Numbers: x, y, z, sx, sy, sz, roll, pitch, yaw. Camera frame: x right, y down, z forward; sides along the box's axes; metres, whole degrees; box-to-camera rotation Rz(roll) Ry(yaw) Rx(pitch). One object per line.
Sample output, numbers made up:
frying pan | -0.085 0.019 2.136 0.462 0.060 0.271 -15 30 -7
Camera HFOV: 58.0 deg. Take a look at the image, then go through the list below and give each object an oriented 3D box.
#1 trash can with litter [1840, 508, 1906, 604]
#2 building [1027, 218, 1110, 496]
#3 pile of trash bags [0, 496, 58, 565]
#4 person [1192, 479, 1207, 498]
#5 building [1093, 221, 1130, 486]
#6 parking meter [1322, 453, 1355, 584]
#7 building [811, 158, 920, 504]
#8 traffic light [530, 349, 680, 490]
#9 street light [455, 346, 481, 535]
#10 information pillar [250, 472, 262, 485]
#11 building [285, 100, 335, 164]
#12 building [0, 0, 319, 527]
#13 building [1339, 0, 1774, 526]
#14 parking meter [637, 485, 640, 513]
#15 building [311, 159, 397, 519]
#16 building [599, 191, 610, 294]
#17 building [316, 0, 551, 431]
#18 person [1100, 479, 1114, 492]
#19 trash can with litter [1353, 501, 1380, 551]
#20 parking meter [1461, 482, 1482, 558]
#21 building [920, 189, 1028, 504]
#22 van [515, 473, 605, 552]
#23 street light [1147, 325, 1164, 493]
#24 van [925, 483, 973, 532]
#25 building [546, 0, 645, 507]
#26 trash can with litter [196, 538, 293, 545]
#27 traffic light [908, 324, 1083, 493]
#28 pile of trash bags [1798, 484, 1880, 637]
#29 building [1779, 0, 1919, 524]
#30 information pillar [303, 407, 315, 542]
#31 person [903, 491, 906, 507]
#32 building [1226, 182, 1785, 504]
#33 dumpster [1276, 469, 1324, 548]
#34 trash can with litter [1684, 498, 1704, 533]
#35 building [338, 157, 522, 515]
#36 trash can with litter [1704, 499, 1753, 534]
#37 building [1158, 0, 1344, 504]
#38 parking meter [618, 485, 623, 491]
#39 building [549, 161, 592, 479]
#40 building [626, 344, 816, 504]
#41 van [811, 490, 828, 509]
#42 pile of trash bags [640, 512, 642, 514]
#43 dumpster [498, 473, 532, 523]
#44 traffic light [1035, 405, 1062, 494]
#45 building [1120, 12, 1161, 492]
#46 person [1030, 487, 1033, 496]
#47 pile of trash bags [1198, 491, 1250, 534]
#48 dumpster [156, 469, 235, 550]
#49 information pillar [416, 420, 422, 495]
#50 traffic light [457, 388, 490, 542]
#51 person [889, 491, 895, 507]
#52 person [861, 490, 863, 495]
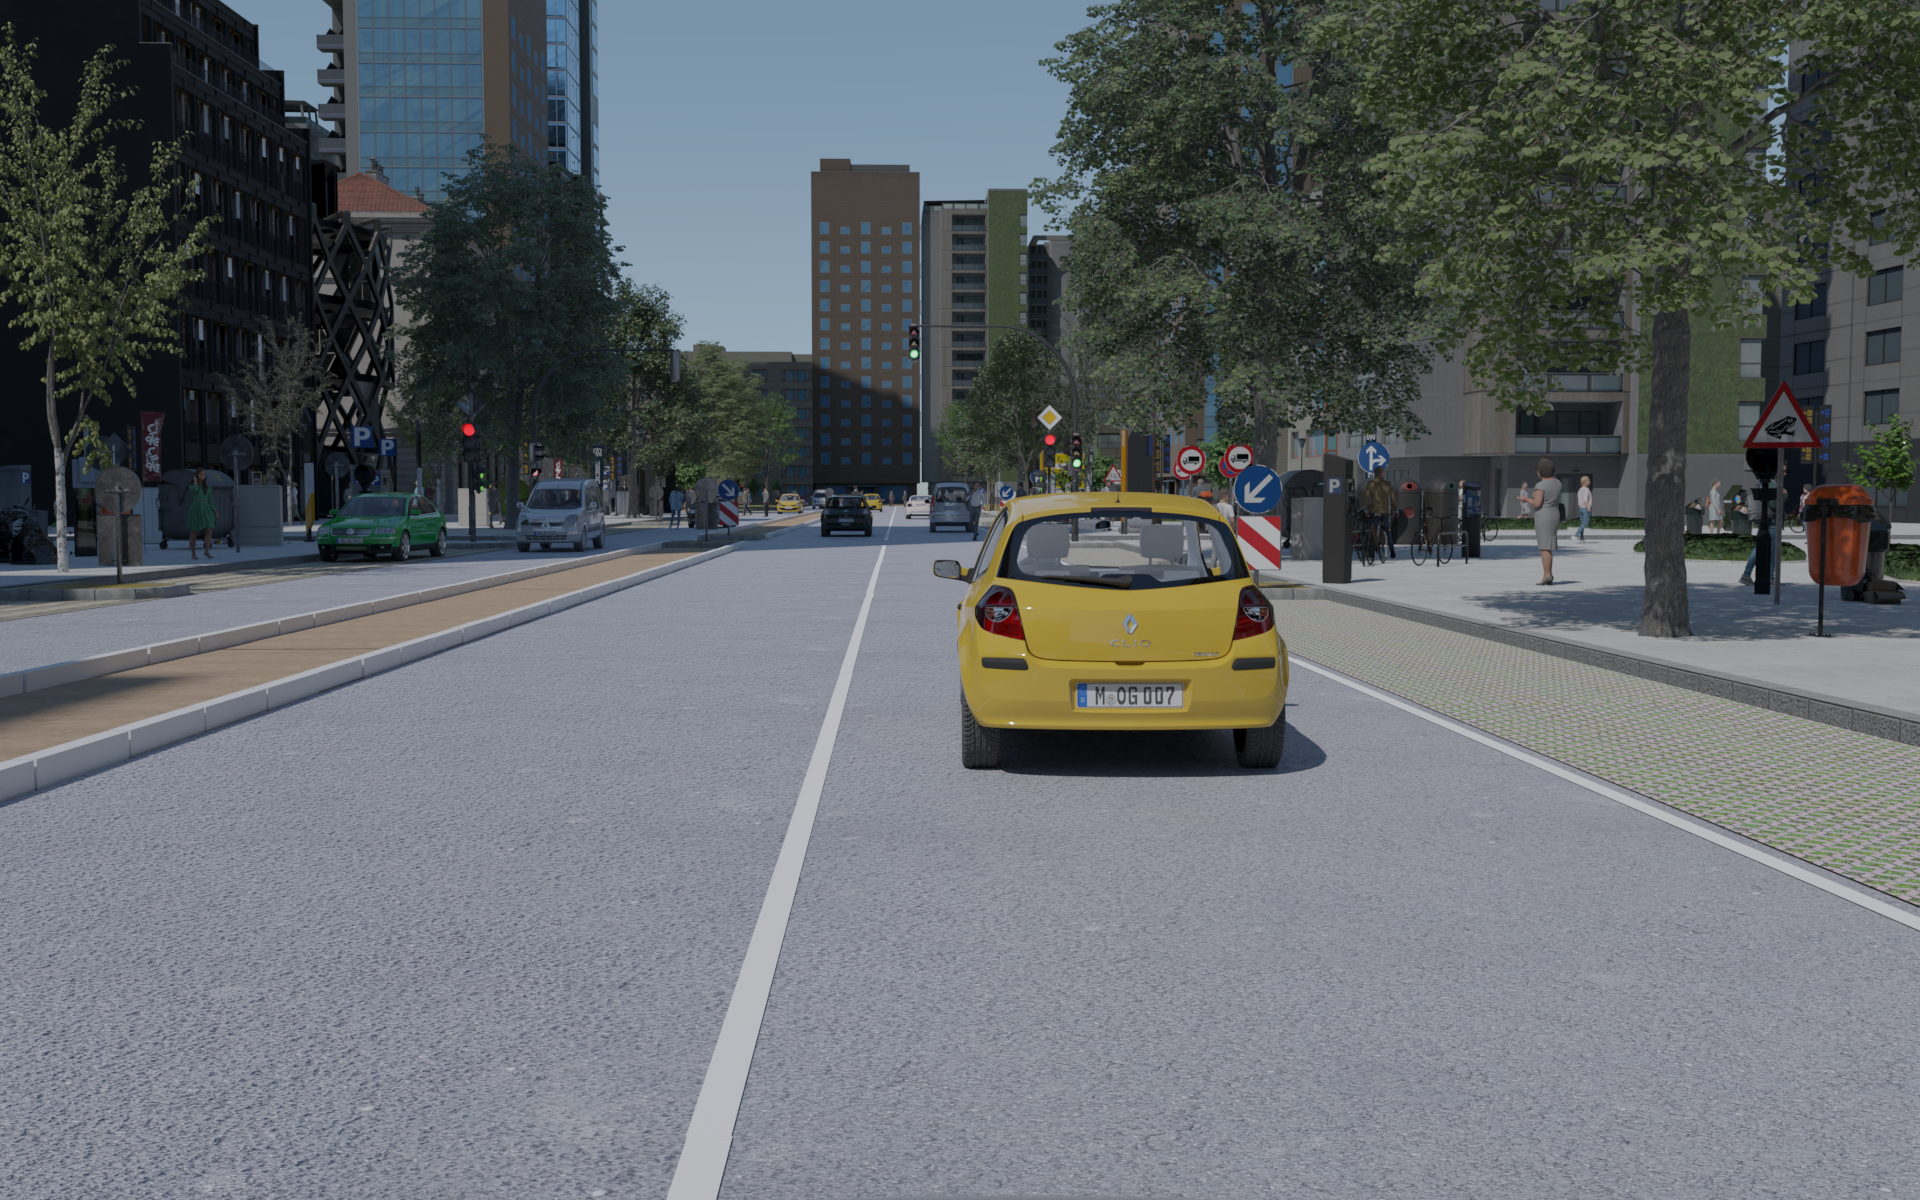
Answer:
trash can with litter | 10.875 -0.560 20.539 0.624 1.170 1.055 0 3 0
building | 20.873 -33.754 243.750 23.993 40.220 32.217 0 4 -2
pile of trash bags | -17.161 -1.362 32.027 3.447 1.369 1.912 -2 4 -28
person | 8.367 -3.321 60.513 0.661 1.801 0.590 1 4 9
building | 20.999 -25.257 184.656 14.160 30.474 14.107 0 4 -2
parking meter | 5.426 -1.169 24.820 0.399 1.863 0.255 3 4 38
building | -12.586 -35.725 234.216 14.200 45.320 14.600 0 4 -2
traffic light | -11.163 -4.865 54.203 4.771 5.953 1.251 0 4 -2
street light | -15.377 -4.983 54.265 0.468 5.910 1.993 0 4 -2
information pillar | -23.094 -3.204 56.878 0.304 2.012 0.304 -2 4 -32
building | -72.862 -30.485 182.020 14.086 41.232 14.154 0 4 -2
building | -36.692 -14.972 74.474 12.332 23.373 15.834 0 4 -2
building | 25.310 -23.973 75.546 14.086 41.232 14.154 0 4 -2
parking meter | -18.860 -5.822 100.909 0.399 1.863 0.255 1 4 14
building | -39.093 -13.709 91.589 16.820 18.784 16.811 0 4 -2
building | -63.088 -35.518 235.338 28.867 44.769 22.147 0 4 -2
building | -40.381 -29.661 135.067 14.600 45.320 14.200 0 4 -2
person | 5.117 -3.297 60.215 0.678 1.792 0.850 -2 4 -31
trash can with litter | 8.982 -1.696 39.115 1.055 1.170 0.624 1 4 19
parking meter | 10.373 -1.634 35.128 0.372 1.533 0.369 0 3 0
building | 1.739 -33.661 233.955 14.086 41.232 14.154 0 4 -2
van | -10.193 -2.281 44.310 2.013 2.044 4.112 0 4 -2
street light | 5.189 -4.494 46.268 0.468 5.910 1.993 0 4 -2
van | -0.343 -3.605 65.955 2.013 2.044 4.112 0 4 -1
building | -49.750 -52.873 177.141 31.000 86.520 22.319 0 4 -2
trash can with litter | -18.308 -2.036 44.348 2.233 1.210 1.678 -1 4 -19
traffic light | 0.991 -4.392 46.474 4.771 5.953 1.251 0 4 -2
pile of trash bags | 8.809 -0.299 14.635 1.912 1.369 3.447 -3 4 -37
building | 51.712 -38.975 75.492 20.611 71.187 20.563 0 4 -2
information pillar | -17.428 -3.364 46.358 0.183 3.616 0.504 -3 5 -39
person | -5.974 -10.855 186.536 0.434 1.755 0.990 -1 4 -11
building | 33.533 -16.277 111.167 27.650 21.520 28.899 0 4 -2
dumpster | 8.186 -2.185 41.489 1.264 1.857 1.865 0 4 -2
trash can with litter | 23.152 -2.679 55.189 1.055 1.170 0.624 3 5 42
building | -37.393 -17.120 116.076 11.583 22.565 21.152 0 4 -2
trash can with litter | 19.744 -2.011 44.271 0.624 1.170 1.055 -2 4 -35
building | 23.962 -29.928 139.434 14.600 45.320 14.200 0 4 -2
parking meter | -21.812 -6.458 111.298 0.255 1.863 0.399 -2 4 -27
building | -39.899 -23.130 149.878 14.160 30.474 14.107 0 4 -2
building | -34.315 -24.139 239.704 28.899 21.520 27.650 0 4 -2
van | -13.436 -9.819 167.554 2.013 2.044 4.112 0 4 -3
pile of trash bags | -21.118 -6.354 113.638 1.912 1.369 3.447 -2 4 -26
dumpster | -19.866 -4.612 77.900 1.502 2.255 1.985 0 4 -2
traffic light | 2.801 -4.021 54.668 0.839 4.253 0.868 0 4 -2
building | 27.101 -33.167 161.884 23.786 49.044 30.456 0 4 -2
person | 5.482 -7.521 129.287 0.678 1.792 0.850 -3 4 -38
pile of trash bags | 8.509 -2.861 56.531 1.912 1.369 3.447 -1 4 -13
dumpster | -17.927 -2.135 40.658 1.264 1.857 1.865 0 4 -2
information pillar | -17.064 -3.872 54.656 0.183 3.616 0.504 -2 4 -24
traffic light | -12.972 -3.498 46.115 0.839 4.253 0.868 0 4 -2
person | -7.800 -11.545 197.818 0.434 1.755 0.990 -3 5 -41
person | -9.446 -9.704 167.143 0.705 1.826 1.348 0 4 -6
